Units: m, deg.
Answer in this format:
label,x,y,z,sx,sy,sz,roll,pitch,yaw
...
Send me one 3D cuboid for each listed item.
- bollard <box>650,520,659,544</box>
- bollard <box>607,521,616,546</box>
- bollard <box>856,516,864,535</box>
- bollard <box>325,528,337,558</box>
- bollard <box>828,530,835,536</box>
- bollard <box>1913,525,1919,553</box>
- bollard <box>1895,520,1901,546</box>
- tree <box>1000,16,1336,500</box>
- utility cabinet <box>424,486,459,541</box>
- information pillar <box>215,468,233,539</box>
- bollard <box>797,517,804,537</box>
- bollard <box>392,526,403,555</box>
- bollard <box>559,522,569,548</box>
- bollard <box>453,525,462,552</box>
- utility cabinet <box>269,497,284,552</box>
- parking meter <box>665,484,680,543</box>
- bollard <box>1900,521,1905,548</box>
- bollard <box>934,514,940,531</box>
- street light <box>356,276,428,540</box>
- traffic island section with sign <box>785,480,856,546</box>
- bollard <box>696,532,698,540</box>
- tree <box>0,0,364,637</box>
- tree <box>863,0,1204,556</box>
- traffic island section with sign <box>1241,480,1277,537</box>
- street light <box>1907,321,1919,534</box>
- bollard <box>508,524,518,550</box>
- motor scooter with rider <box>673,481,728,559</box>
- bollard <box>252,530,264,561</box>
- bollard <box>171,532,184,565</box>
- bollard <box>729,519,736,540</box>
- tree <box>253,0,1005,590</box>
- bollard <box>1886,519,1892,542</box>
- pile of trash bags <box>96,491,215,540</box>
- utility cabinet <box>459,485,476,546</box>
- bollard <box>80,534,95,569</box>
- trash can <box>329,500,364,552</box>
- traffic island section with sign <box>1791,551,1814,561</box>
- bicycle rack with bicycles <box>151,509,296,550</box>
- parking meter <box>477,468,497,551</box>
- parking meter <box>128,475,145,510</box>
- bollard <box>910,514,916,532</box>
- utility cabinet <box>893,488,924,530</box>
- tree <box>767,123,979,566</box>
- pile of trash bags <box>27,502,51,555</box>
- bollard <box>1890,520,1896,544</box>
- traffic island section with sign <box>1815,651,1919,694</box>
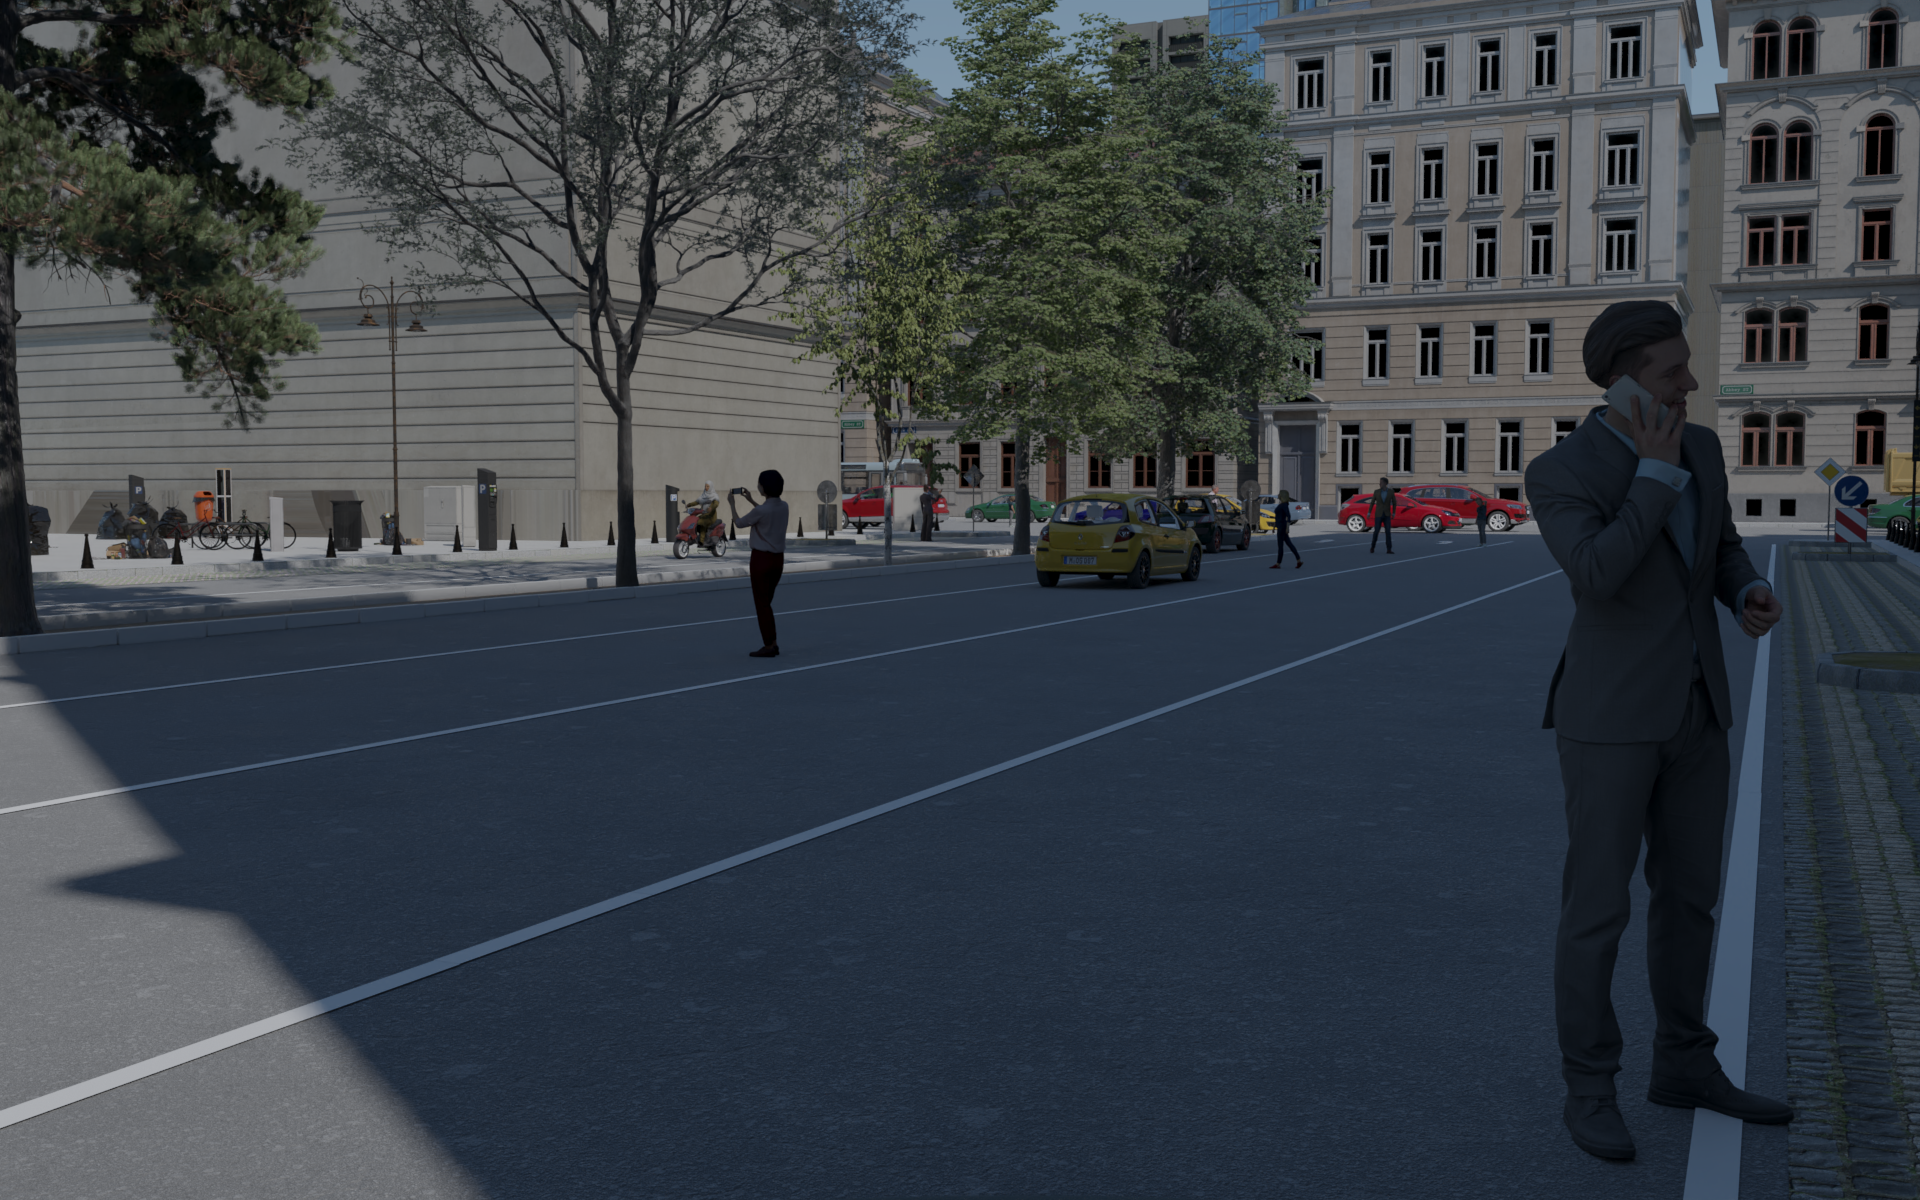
label,x,y,z,sx,sy,sz,roll,pitch,yaw
bollard,-7.905,-1.761,44.837,0.229,0.601,0.229,0,3,0
bollard,-8.695,-1.659,43.164,0.229,0.601,0.229,0,3,0
bollard,-3.170,-2.374,54.851,0.229,0.601,0.229,0,3,0
bollard,-12.645,-1.148,34.808,0.229,0.601,0.229,0,3,0
bollard,-3.955,-2.272,53.183,0.229,0.601,0.229,0,3,0
bollard,21.830,-1.443,39.640,0.229,0.601,0.229,0,3,0
bollard,23.404,-1.647,42.977,0.229,0.601,0.229,0,3,0
tree,5.702,-8.477,47.717,9.857,13.997,8.962,0,3,0
utility cabinet,-14.071,-2.356,47.195,1.173,1.500,0.318,2,4,28
information pillar,-21.142,-2.769,49.764,0.304,2.012,0.304,1,4,14
bollard,-4.750,-2.169,51.511,0.229,0.601,0.229,0,3,0
bollard,-11.863,-1.250,36.476,0.229,0.601,0.229,0,3,0
bollard,-9.487,-1.557,41.500,0.229,0.601,0.229,0,3,0
bollard,-11.072,-1.352,38.142,0.229,0.601,0.229,0,3,0
utility cabinet,-15.378,-1.703,39.000,0.306,1.237,1.020,-1,4,-22
parking meter,-7.616,-2.295,45.930,0.372,1.533,0.369,0,3,0
bollard,22.618,-1.546,41.310,0.229,0.601,0.229,0,3,0
bollard,-0.798,-2.681,59.870,0.229,0.601,0.229,0,3,0
street light,-12.060,-3.923,36.934,0.468,5.910,1.993,2,4,25
traffic island section with sign,-4.017,-2.450,48.686,1.989,1.847,2.006,2,4,25
bollard,-7.115,-1.863,46.507,0.229,0.601,0.229,0,3,0
tree,-9.185,-5.616,16.329,6.751,12.117,7.091,0,3,0
tree,1.431,-7.180,37.984,7.486,12.596,7.792,0,3,0
traffic island section with sign,9.075,-2.873,55.107,2.006,1.907,1.989,2,4,25
street light,25.672,-4.509,46.510,0.468,5.910,1.993,2,4,25
bollard,-10.277,-1.455,39.824,0.229,0.601,0.229,0,3,0
motor scooter with rider,-5.805,-1.817,38.669,0.876,1.779,1.986,2,4,27
bollard,-13.438,-1.045,33.133,0.229,0.601,0.229,0,3,0
bollard,-14.227,-0.944,31.468,0.229,0.601,0.229,0,3,0
bollard,-6.326,-1.965,48.176,0.229,0.601,0.229,0,3,0
tree,-4.890,-6.844,24.726,12.009,13.543,11.850,0,3,0
bollard,24.985,-1.852,46.320,0.229,0.601,0.229,0,3,0
pile of trash bags,-22.999,-2.463,50.027,1.912,1.369,3.447,2,4,25
utility cabinet,-11.996,-2.057,42.313,0.318,1.500,1.173,-1,4,-17
bollard,-15.017,-0.841,29.790,0.229,0.601,0.229,0,3,0
trash can,-13.699,-1.656,38.734,0.748,1.137,0.748,0,3,0
traffic island section with sign,19.079,-1.759,37.383,1.989,1.847,2.006,2,4,25
bicycle rack with bicycles,-17.008,-1.651,40.375,2.925,0.926,2.852,-1,4,-11
parking meter,-10.636,-2.035,38.991,0.399,1.863,0.255,2,4,30
parking meter,-24.746,-2.837,52.099,0.255,1.863,0.399,3,4,38
bollard,-1.588,-2.578,58.194,0.229,0.601,0.229,0,3,0
utility cabinet,-1.741,-3.160,60.349,1.173,1.500,0.318,-1,4,-13
tree,-1.437,-4.880,32.600,4.737,8.622,4.395,0,3,0
pile of trash bags,-19.811,-1.590,35.747,1.912,1.369,3.447,-3,4,-39
bollard,24.196,-1.749,44.642,0.229,0.601,0.229,0,3,0
traffic island section with sign,7.559,-0.268,13.003,1.989,1.847,2.006,2,4,25
